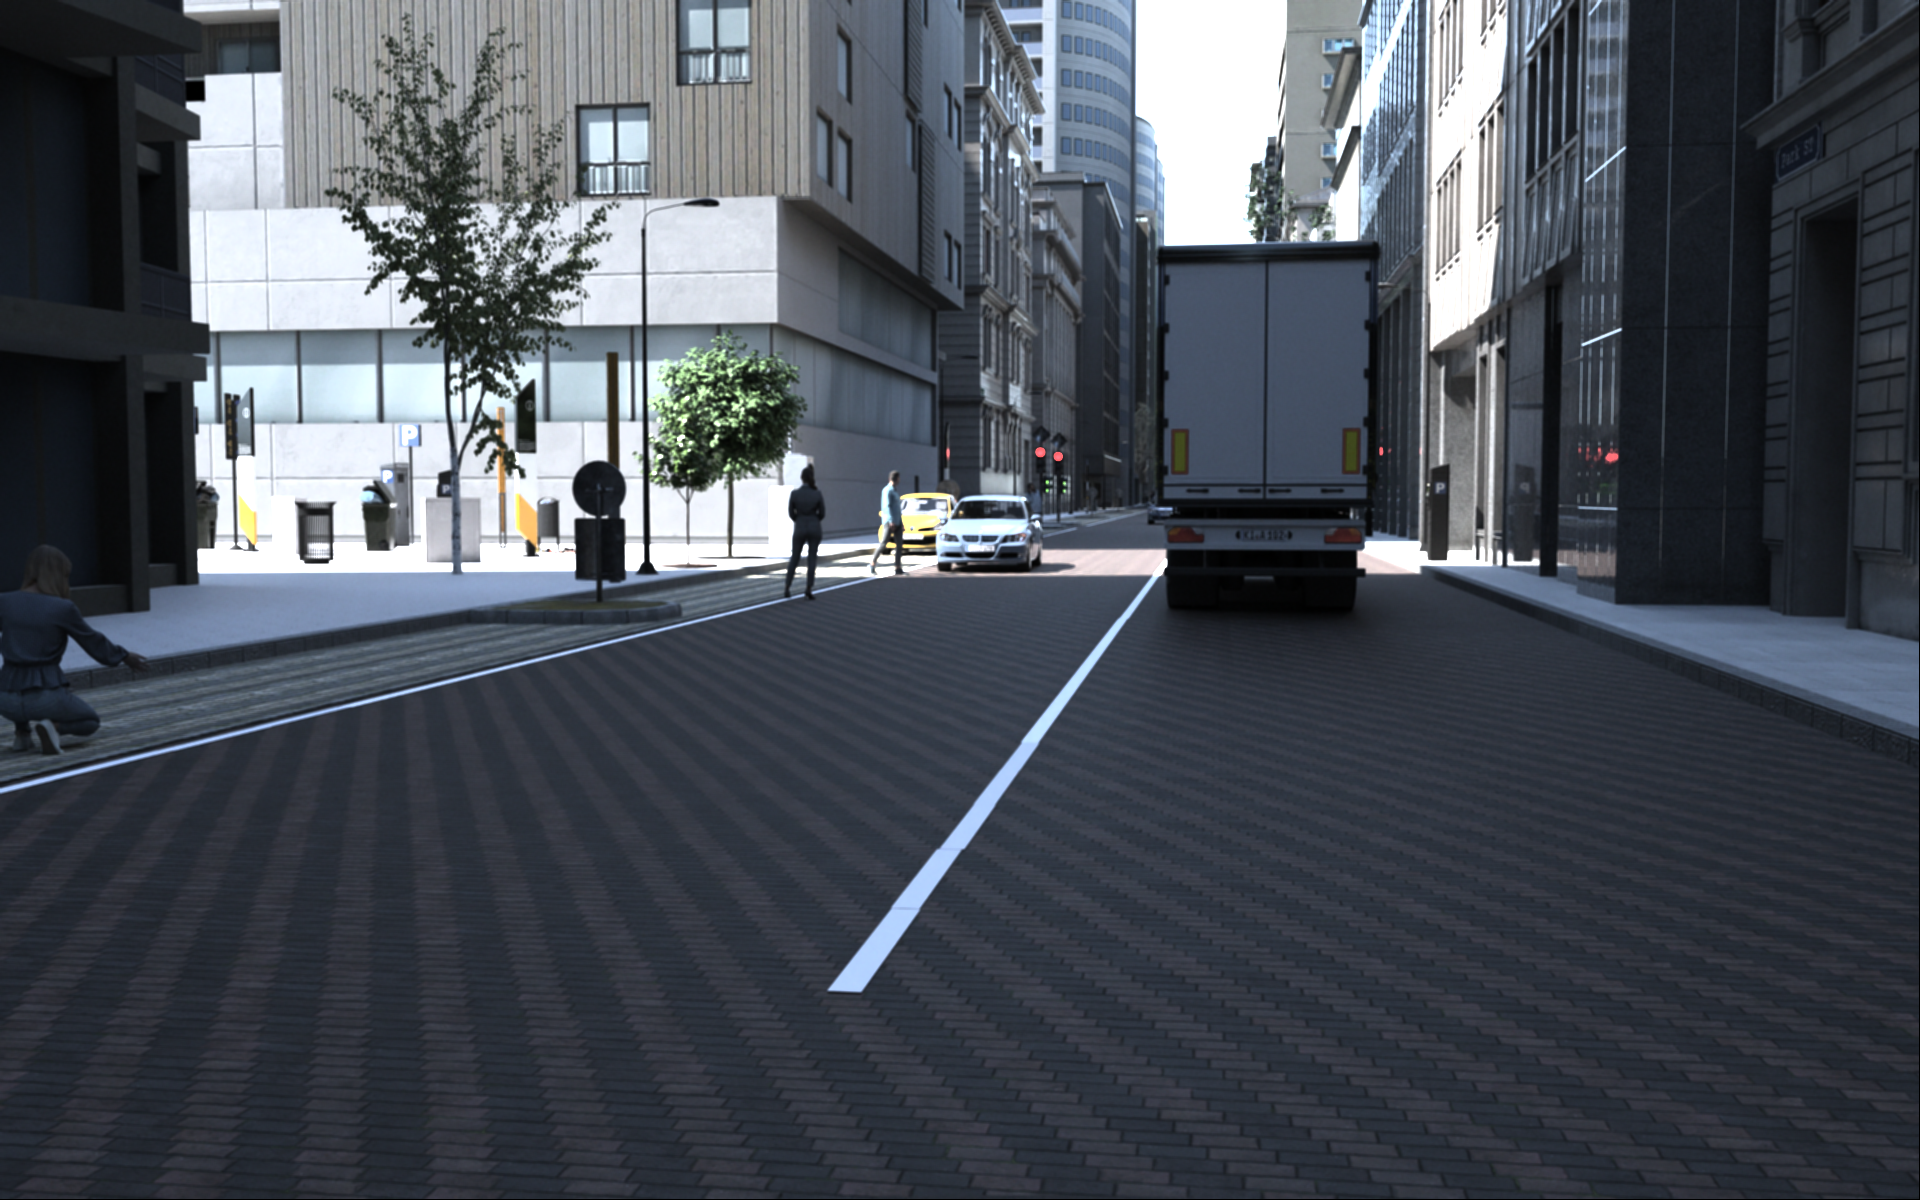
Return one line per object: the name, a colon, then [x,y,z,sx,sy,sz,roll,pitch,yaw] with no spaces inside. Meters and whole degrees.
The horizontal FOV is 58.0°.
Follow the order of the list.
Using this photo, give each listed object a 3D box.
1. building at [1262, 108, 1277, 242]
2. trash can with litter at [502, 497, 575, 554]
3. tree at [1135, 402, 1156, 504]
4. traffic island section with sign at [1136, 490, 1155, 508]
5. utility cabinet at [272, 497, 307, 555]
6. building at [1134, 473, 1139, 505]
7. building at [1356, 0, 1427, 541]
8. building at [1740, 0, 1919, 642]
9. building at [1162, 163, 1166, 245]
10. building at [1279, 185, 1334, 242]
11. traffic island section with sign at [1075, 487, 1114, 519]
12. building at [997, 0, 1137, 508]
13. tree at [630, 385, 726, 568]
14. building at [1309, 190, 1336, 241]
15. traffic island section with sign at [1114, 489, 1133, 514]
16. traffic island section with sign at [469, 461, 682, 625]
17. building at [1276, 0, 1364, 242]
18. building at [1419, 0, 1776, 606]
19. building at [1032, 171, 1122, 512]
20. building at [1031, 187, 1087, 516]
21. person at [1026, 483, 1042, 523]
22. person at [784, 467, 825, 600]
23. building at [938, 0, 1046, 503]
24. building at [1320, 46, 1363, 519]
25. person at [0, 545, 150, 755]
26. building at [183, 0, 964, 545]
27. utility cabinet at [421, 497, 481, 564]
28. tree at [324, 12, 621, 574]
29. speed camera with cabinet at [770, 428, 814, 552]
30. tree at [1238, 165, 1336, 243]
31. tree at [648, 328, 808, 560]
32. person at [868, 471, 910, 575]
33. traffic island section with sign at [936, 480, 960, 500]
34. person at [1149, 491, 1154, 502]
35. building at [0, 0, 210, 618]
building: [47.880,-36.063,209.232,23.786,49.044,30.456,1,4,8]
trash can with litter: [-8.666,-1.620,37.550,2.233,1.210,1.678,1,4,23]
tree: [23.557,-19.439,228.197,12.009,13.543,11.850,0,3,0]
traffic island section with sign: [19.102,-10.331,177.536,1.989,1.847,2.006,1,4,8]
utility cabinet: [-14.228,-1.568,36.806,1.020,1.237,0.306,3,5,43]
building: [11.649,-47.321,211.950,20.563,71.187,20.611,1,4,8]
building: [18.998,-16.849,52.975,11.434,29.767,29.804,1,4,8]
building: [12.383,-10.512,8.030,11.583,22.565,21.152,1,4,8]
building: [23.613,-45.915,292.710,21.231,58.520,28.212,1,4,8]
building: [31.897,-20.838,137.969,12.463,27.353,25.104,1,4,8]
traffic island section with sign: [7.753,-5.650,101.011,1.989,1.847,2.006,1,4,8]
building: [5.872,-38.273,167.762,21.231,58.520,28.212,1,4,8]
tree: [-4.699,-2.190,30.415,1.663,3.219,1.824,0,3,0]
building: [27.794,-16.054,117.240,10.420,20.320,16.860,1,4,8]
traffic island section with sign: [11.725,-7.281,127.673,1.989,1.847,2.006,1,4,8]
traffic island section with sign: [-4.293,-0.686,19.848,1.989,1.847,2.006,1,4,8]
building: [40.760,-32.950,162.436,21.300,48.544,21.600,1,4,8]
building: [15.009,-12.861,28.302,12.078,24.808,19.932,1,4,8]
building: [5.172,-21.116,138.758,14.314,27.812,24.014,1,4,8]
building: [0.870,-16.706,114.948,13.314,21.916,24.055,1,4,8]
person: [2.389,-2.879,55.835,0.793,1.790,0.793,2,4,23]
person: [-2.120,-0.907,23.610,0.520,1.790,0.573,-1,4,-17]
building: [-3.496,-18.553,90.723,14.401,28.519,23.554,1,4,8]
building: [32.675,-15.194,81.712,30.059,22.955,16.112,1,4,8]
person: [-5.195,0.264,9.682,1.012,1.151,0.738,0,4,-4]
building: [-14.600,-28.624,57.239,27.495,52.752,28.713,1,4,8]
utility cabinet: [-9.479,-1.291,32.277,1.020,1.237,0.306,-2,4,-30]
tree: [-7.806,-4.714,27.438,4.737,8.622,4.395,0,3,0]
speed camera with cabinet: [-3.800,-2.749,39.274,0.660,3.252,2.038,0,4,8]
tree: [19.350,-14.988,100.937,12.611,20.169,13.585,0,3,0]
tree: [-4.647,-3.097,34.352,4.285,4.588,4.351,0,3,0]
person: [-1.242,-1.364,30.660,0.748,1.841,0.638,2,4,30]
traffic island section with sign: [-0.332,-2.317,46.512,1.989,1.847,2.006,1,4,8]
person: [21.525,-11.341,194.375,0.568,1.767,0.683,1,4,17]
building: [-19.623,-21.787,10.838,22.147,44.769,28.867,1,4,8]
